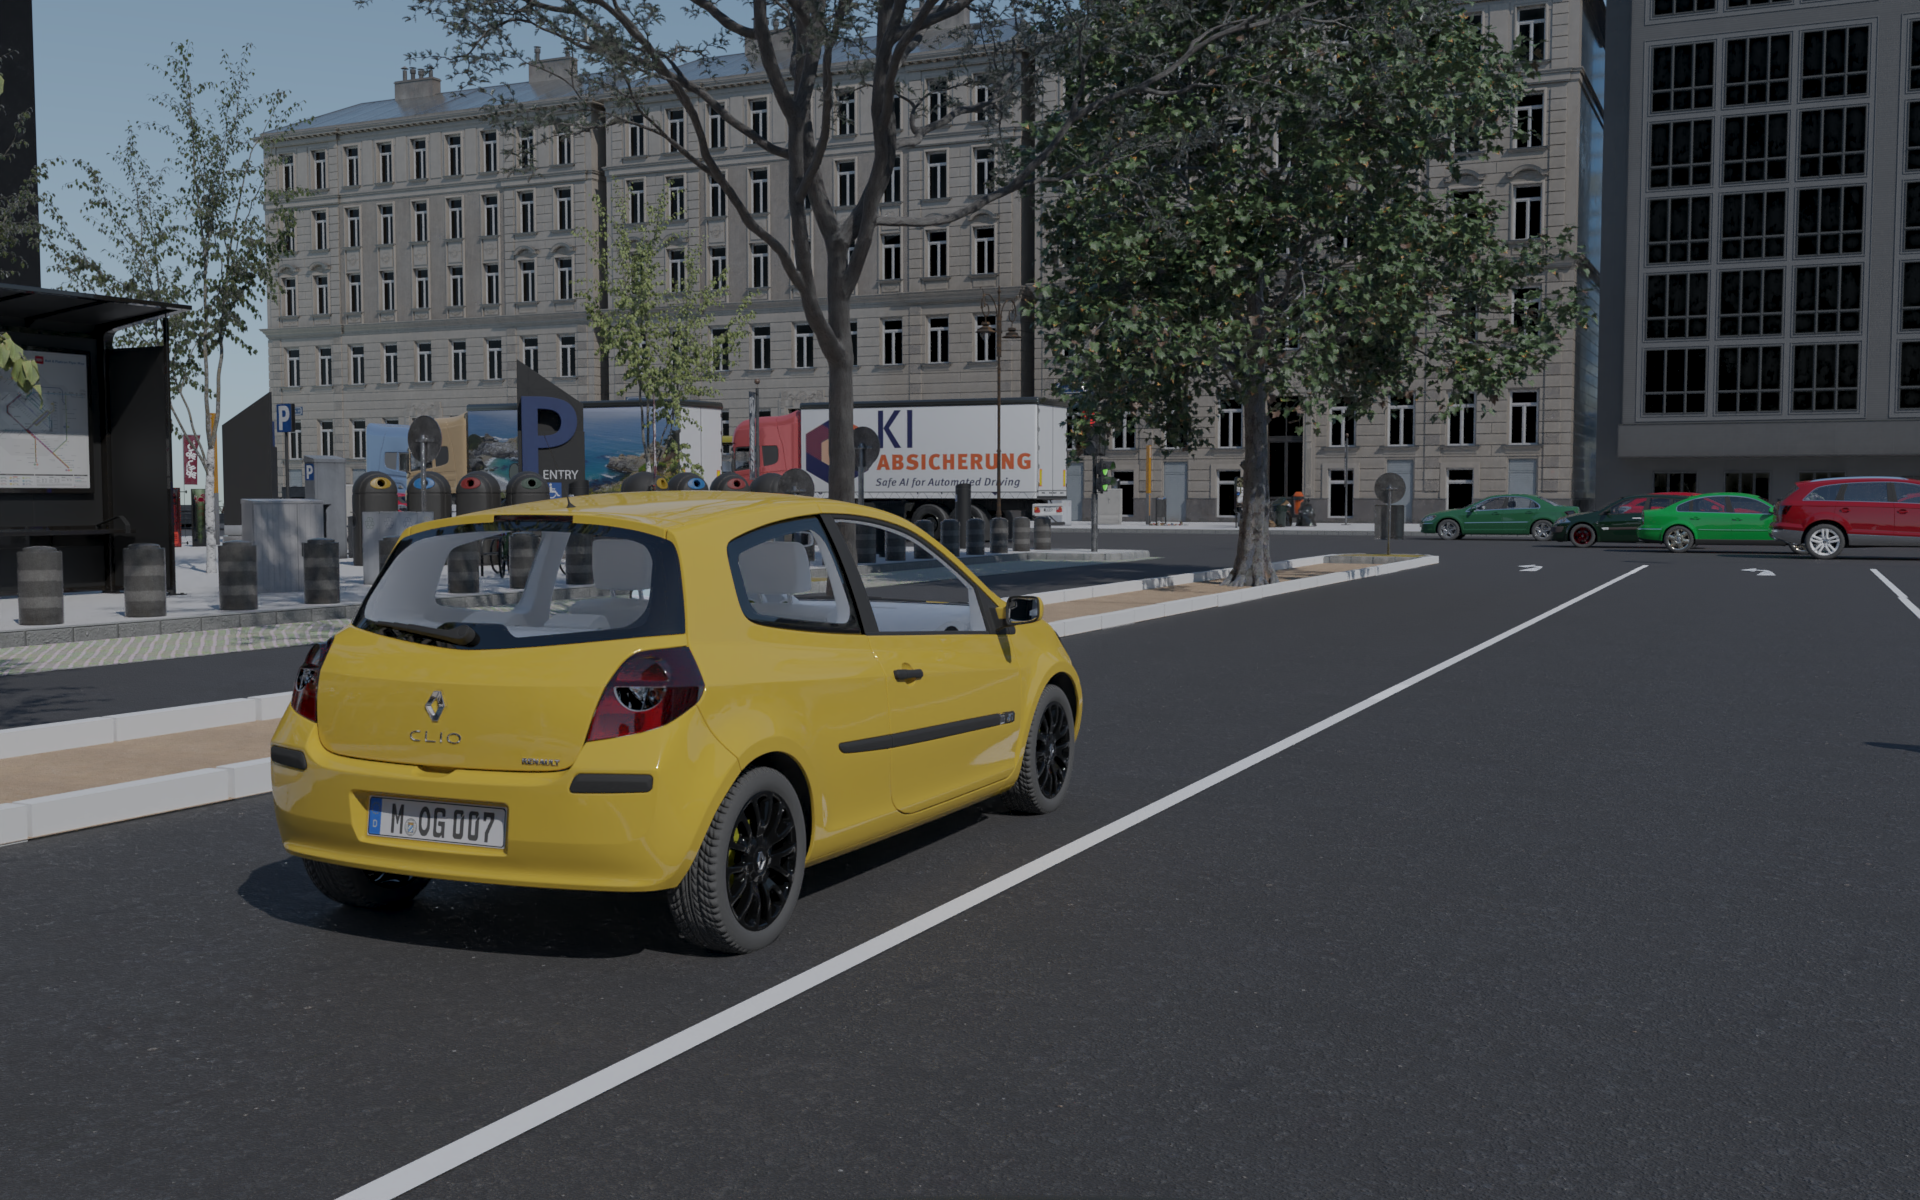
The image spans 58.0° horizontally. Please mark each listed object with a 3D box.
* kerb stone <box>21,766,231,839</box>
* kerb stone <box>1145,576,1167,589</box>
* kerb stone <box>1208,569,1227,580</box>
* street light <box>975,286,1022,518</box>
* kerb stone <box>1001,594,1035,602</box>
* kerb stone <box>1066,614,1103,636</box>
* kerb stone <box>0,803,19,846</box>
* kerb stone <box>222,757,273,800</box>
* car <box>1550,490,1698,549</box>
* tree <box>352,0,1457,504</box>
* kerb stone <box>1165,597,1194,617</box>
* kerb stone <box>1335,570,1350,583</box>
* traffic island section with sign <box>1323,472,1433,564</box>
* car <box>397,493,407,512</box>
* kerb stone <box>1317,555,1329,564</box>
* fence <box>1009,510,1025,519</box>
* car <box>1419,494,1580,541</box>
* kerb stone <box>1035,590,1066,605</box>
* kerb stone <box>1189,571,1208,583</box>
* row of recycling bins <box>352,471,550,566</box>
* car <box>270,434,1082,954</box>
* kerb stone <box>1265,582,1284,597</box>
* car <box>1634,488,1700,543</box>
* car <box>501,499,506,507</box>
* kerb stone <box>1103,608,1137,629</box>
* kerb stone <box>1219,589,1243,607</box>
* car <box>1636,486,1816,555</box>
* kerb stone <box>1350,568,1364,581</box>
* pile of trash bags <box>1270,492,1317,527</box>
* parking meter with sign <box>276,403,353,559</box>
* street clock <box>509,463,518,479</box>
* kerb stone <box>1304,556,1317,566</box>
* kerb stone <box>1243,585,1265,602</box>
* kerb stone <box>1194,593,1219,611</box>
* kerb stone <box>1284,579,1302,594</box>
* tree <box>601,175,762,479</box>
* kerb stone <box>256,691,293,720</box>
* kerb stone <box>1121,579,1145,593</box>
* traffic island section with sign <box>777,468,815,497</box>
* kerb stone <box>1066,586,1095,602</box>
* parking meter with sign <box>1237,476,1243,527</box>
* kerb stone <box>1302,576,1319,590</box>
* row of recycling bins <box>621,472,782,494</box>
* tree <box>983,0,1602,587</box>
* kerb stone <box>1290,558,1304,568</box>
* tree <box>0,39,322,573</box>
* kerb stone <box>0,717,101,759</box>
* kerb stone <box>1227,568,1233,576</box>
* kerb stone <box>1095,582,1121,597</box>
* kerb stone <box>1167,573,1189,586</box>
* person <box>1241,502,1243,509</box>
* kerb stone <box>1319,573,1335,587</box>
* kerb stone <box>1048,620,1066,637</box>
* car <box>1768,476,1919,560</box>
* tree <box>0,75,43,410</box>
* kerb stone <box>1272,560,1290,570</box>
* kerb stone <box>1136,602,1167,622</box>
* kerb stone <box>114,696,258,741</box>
[{"bbox_3d":[-3.686,0.892,7.656,0.120,0.150,1.000,2,4,26],"label":"kerb stone"},{"bbox_3d":[2.880,-0.245,26.194,0.120,0.150,1.000,2,4,26],"label":"kerb stone"},{"bbox_3d":[4.217,-0.412,28.966,0.120,0.150,1.000,2,4,26],"label":"kerb stone"},{"bbox_3d":[0.867,-4.024,38.574,0.468,5.910,1.993,2,4,26],"label":"street light"},{"bbox_3d":[0.652,0.042,21.552,0.120,0.150,1.000,2,4,26],"label":"kerb stone"},{"bbox_3d":[1.217,0.265,17.861,0.120,0.150,1.000,2,4,26],"label":"kerb stone"},{"bbox_3d":[-4.119,0.947,6.721,0.120,0.150,1.000,2,4,26],"label":"kerb stone"},{"bbox_3d":[-3.232,0.833,8.581,0.120,0.150,1.000,2,4,26],"label":"kerb stone"},{"bbox_3d":[18.012,-2.235,46.323,4.222,1.686,2.009,2,4,24],"label":"car"},{"bbox_3d":[-1.058,-6.223,14.568,12.009,13.543,11.850,0,3,0],"label":"tree"},{"bbox_3d":[2.549,0.095,20.648,0.120,0.150,1.000,2,4,26],"label":"kerb stone"},{"bbox_3d":[6.100,-0.359,28.067,0.120,0.150,1.000,2,4,26],"label":"kerb stone"},{"bbox_3d":[8.806,-1.708,36.056,2.006,1.907,1.989,2,4,26],"label":"traffic island section with sign"},{"bbox_3d":[-20.301,-3.128,60.182,4.494,1.783,2.155,2,4,27],"label":"car"},{"bbox_3d":[7.322,-0.812,35.464,0.120,0.150,1.000,2,4,26],"label":"kerb stone"},{"bbox_3d":[2.451,-3.894,79.044,0.278,0.683,2.069,-2,4,-28],"label":"fence"},{"bbox_3d":[16.862,-2.583,54.034,4.920,1.459,2.131,2,4,25],"label":"car"},{"bbox_3d":[1.103,-0.018,22.483,0.120,0.150,1.000,2,4,26],"label":"kerb stone"},{"bbox_3d":[3.764,-0.358,28.045,0.120,0.150,1.000,2,4,26],"label":"kerb stone"},{"bbox_3d":[-9.158,-1.474,31.214,3.534,1.692,1.069,0,4,-4],"label":"row of recycling bins"},{"bbox_3d":[-0.811,0.196,7.014,2.015,1.641,3.980,2,4,24],"label":"car"},{"bbox_3d":[4.335,-0.132,24.361,0.120,0.150,1.000,2,4,26],"label":"kerb stone"},{"bbox_3d":[21.415,-2.530,50.401,4.494,1.783,2.155,2,4,27],"label":"car"},{"bbox_3d":[-12.560,-2.502,50.495,3.694,1.707,1.945,2,4,24],"label":"car"},{"bbox_3d":[1.665,0.213,18.784,0.120,0.150,1.000,2,4,26],"label":"kerb stone"},{"bbox_3d":[3.448,-0.017,22.496,0.120,0.150,1.000,2,4,26],"label":"kerb stone"},{"bbox_3d":[19.021,-2.044,42.208,4.718,1.807,1.959,2,4,25],"label":"car"},{"bbox_3d":[6.549,-0.416,28.990,0.120,0.150,1.000,2,4,26],"label":"kerb stone"},{"bbox_3d":[13.449,-3.661,69.608,1.912,1.369,3.447,1,4,16],"label":"pile of trash bags"},{"bbox_3d":[-12.492,-2.318,34.159,0.543,3.016,1.738,3,5,40],"label":"parking meter with sign"},{"bbox_3d":[-10.317,-2.197,40.499,0.471,2.002,0.358,3,5,44],"label":"street clock"},{"bbox_3d":[6.879,-0.755,34.539,0.120,0.150,1.000,2,4,26],"label":"kerb stone"},{"bbox_3d":[3.889,-0.075,23.422,0.120,0.150,1.000,2,4,26],"label":"kerb stone"},{"bbox_3d":[2.992,0.040,21.573,0.120,0.150,1.000,2,4,26],"label":"kerb stone"},{"bbox_3d":[4.776,-0.189,25.291,0.120,0.150,1.000,2,4,26],"label":"kerb stone"},{"bbox_3d":[-7.101,-5.519,40.591,4.737,8.622,4.395,0,3,0],"label":"tree"},{"bbox_3d":[-4.225,0.663,11.355,0.120,0.150,1.000,2,4,26],"label":"kerb stone"},{"bbox_3d":[2.437,-0.188,25.270,0.120,0.150,1.000,2,4,26],"label":"kerb stone"},{"bbox_3d":[-2.745,-1.053,25.847,1.989,1.847,2.006,2,4,26],"label":"traffic island section with sign"},{"bbox_3d":[1.548,-0.074,23.407,0.120,0.150,1.000,2,4,26],"label":"kerb stone"},{"bbox_3d":[11.433,-4.420,68.528,0.543,3.016,1.738,2,4,26],"label":"parking meter with sign"},{"bbox_3d":[5.218,-0.246,26.216,0.120,0.150,1.000,2,4,26],"label":"kerb stone"},{"bbox_3d":[-4.766,-1.572,32.809,3.534,1.692,1.069,-3,4,-37],"label":"row of recycling bins"},{"bbox_3d":[4.621,-6.558,26.686,9.611,12.733,9.660,0,3,0],"label":"tree"},{"bbox_3d":[6.444,-0.698,33.609,0.120,0.150,1.000,2,4,26],"label":"kerb stone"},{"bbox_3d":[-12.370,-4.743,27.915,4.360,8.622,3.978,0,3,0],"label":"tree"},{"bbox_3d":[-5.122,0.778,9.502,0.120,0.150,1.000,2,4,26],"label":"kerb stone"},{"bbox_3d":[4.664,-0.467,29.898,0.120,0.150,1.000,2,4,26],"label":"kerb stone"},{"bbox_3d":[2.000,-0.131,24.334,0.120,0.150,1.000,2,4,26],"label":"kerb stone"},{"bbox_3d":[3.331,-0.299,27.116,0.120,0.150,1.000,2,4,26],"label":"kerb stone"},{"bbox_3d":[7.381,-1.931,44.761,0.332,1.250,0.352,-3,5,-42],"label":"person"},{"bbox_3d":[5.663,-0.300,27.140,0.120,0.150,1.000,2,4,26],"label":"kerb stone"},{"bbox_3d":[0.772,0.325,16.937,0.120,0.150,1.000,2,4,26],"label":"kerb stone"},{"bbox_3d":[20.661,-1.793,37.992,5.304,1.827,2.281,2,4,27],"label":"car"},{"bbox_3d":[-4.631,-3.281,6.464,4.737,8.622,4.395,0,3,0],"label":"tree"},{"bbox_3d":[5.989,-0.634,32.682,0.120,0.150,1.000,2,4,26],"label":"kerb stone"},{"bbox_3d":[2.104,0.155,19.724,0.120,0.150,1.000,2,4,26],"label":"kerb stone"},{"bbox_3d":[-4.685,0.722,10.431,0.120,0.150,1.000,2,4,26],"label":"kerb stone"}]
